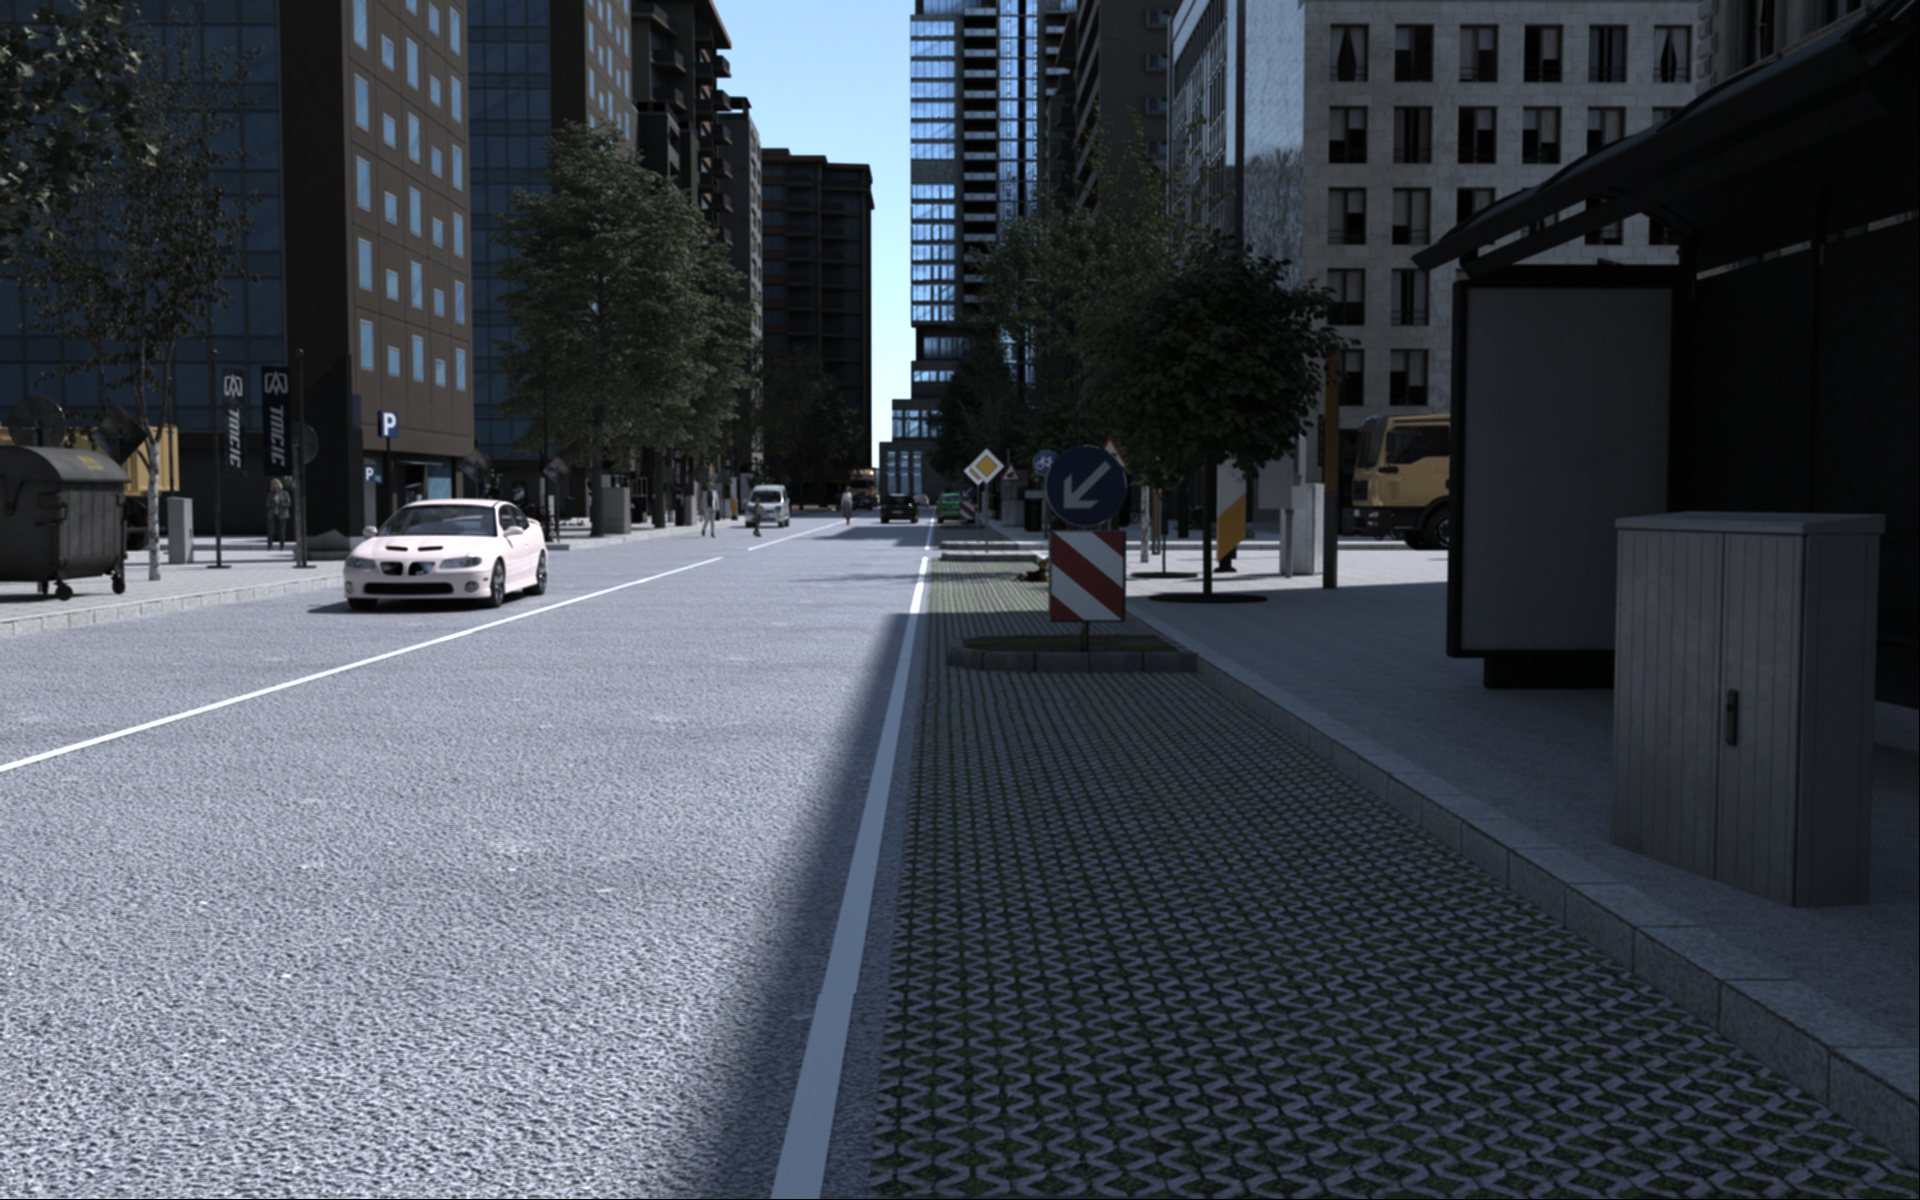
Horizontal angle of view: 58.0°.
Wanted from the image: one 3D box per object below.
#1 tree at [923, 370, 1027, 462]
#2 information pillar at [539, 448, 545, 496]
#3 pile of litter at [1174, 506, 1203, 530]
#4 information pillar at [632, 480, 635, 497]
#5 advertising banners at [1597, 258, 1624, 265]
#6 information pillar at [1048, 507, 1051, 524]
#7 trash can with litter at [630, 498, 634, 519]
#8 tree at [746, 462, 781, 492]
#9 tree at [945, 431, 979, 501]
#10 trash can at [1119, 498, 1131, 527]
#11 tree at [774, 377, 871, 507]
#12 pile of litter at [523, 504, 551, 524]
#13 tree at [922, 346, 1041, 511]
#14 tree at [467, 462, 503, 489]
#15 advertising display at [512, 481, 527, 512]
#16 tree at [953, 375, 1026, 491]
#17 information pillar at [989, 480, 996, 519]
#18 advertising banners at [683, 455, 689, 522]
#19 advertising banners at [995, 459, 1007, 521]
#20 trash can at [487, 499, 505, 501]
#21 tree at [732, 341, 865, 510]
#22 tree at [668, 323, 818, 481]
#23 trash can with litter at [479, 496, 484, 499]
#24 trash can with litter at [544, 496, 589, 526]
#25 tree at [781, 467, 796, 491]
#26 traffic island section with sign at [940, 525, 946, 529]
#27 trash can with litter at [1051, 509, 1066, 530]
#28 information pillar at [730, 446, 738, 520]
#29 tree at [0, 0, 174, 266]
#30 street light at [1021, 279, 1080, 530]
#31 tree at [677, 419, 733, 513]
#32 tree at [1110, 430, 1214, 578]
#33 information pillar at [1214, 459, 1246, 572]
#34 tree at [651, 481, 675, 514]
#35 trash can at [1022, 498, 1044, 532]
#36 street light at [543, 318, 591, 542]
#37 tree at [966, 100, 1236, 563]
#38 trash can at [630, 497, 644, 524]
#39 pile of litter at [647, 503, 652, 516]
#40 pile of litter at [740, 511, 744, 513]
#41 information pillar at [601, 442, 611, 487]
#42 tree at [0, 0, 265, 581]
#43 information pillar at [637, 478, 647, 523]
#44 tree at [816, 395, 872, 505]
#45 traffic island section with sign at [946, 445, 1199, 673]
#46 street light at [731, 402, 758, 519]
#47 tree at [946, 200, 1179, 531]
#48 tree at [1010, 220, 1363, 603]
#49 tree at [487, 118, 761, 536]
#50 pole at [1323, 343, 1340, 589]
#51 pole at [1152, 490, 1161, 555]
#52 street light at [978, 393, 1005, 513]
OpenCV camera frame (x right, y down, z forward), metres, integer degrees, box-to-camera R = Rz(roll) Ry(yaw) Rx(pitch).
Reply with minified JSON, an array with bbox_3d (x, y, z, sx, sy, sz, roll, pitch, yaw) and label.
[{"bbox_3d":[1.821,-14.936,154.577,12.009,13.543,11.850,0,3,0],"label":"tree"},{"bbox_3d":[-21.012,-5.855,87.083,0.183,3.616,0.504,-2,4,-32],"label":"information pillar"},{"bbox_3d":[8.393,-2.973,62.578,1.176,0.858,1.719,-1,4,-13],"label":"pile of litter"},{"bbox_3d":[-16.705,-5.176,89.115,0.304,2.012,0.304,-1,4,-12],"label":"information pillar"},{"bbox_3d":[4.383,-0.999,12.515,0.090,3.025,2.074,3,5,41],"label":"advertising banners"},{"bbox_3d":[4.012,-5.055,73.996,0.183,3.616,0.504,3,5,42],"label":"information pillar"},{"bbox_3d":[-11.873,-2.981,60.122,1.055,1.170,0.624,-2,4,-26],"label":"trash can with litter"},{"bbox_3d":[-12.096,-6.662,103.520,1.663,3.219,1.824,0,3,0],"label":"tree"},{"bbox_3d":[1.543,-16.472,187.439,7.486,12.596,7.792,0,3,0],"label":"tree"},{"bbox_3d":[6.362,-3.452,68.101,0.748,1.137,0.748,0,3,0],"label":"trash can"},{"bbox_3d":[-13.454,-15.423,169.174,9.611,12.733,9.660,0,3,0],"label":"tree"},{"bbox_3d":[-18.382,-3.692,74.321,1.719,0.858,1.176,0,4,4],"label":"pile of litter"},{"bbox_3d":[1.640,-13.124,131.582,9.611,12.733,9.660,0,3,0],"label":"tree"},{"bbox_3d":[-24.027,-5.734,88.345,1.663,3.219,1.824,0,3,0],"label":"tree"},{"bbox_3d":[-22.070,-4.989,86.791,0.974,1.923,0.123,3,4,38],"label":"advertising display"},{"bbox_3d":[2.149,-9.658,108.274,4.360,8.622,3.978,0,3,0],"label":"tree"},{"bbox_3d":[1.688,-5.225,89.927,0.304,2.012,0.304,-2,4,-31],"label":"information pillar"},{"bbox_3d":[-12.575,-5.055,78.830,0.090,3.025,2.074,-1,4,-21],"label":"advertising banners"},{"bbox_3d":[2.020,-5.406,84.575,0.090,3.025,2.074,1,4,16],"label":"advertising banners"},{"bbox_3d":[-13.833,-2.420,51.227,0.748,1.137,0.748,0,3,0],"label":"trash can"},{"bbox_3d":[-12.634,-13.920,137.961,12.009,13.543,11.850,0,3,0],"label":"tree"},{"bbox_3d":[-12.244,-9.782,94.344,8.767,10.594,7.601,-2,4,-33],"label":"tree"},{"bbox_3d":[-19.255,-3.643,70.624,1.678,1.210,2.233,0,4,2],"label":"trash can with litter"},{"bbox_3d":[-16.097,-3.609,70.058,2.233,1.210,1.678,0,4,-8],"label":"trash can with litter"},{"bbox_3d":[-12.733,-7.886,123.541,1.663,3.219,1.824,0,3,0],"label":"tree"},{"bbox_3d":[0.177,-3.820,71.078,1.989,1.847,2.006,0,4,-1],"label":"traffic island section with sign"},{"bbox_3d":[3.523,-2.797,57.112,1.055,1.170,0.624,1,4,18],"label":"trash can with litter"},{"bbox_3d":[-11.165,-5.751,85.376,0.183,3.616,0.504,-3,4,-38],"label":"information pillar"},{"bbox_3d":[-11.438,-5.831,12.343,9.611,12.733,9.660,0,3,0],"label":"tree"},{"bbox_3d":[2.014,-3.982,37.643,1.470,5.913,1.316,0,4,-1],"label":"street light"},{"bbox_3d":[-17.137,-10.088,115.294,4.737,8.622,4.395,0,3,0],"label":"tree"},{"bbox_3d":[3.060,-1.971,26.823,1.663,3.219,1.824,0,3,0],"label":"tree"},{"bbox_3d":[4.448,-2.267,28.428,0.504,3.616,0.183,-1,4,-8],"label":"information pillar"},{"bbox_3d":[-18.874,-7.061,110.046,1.663,3.219,1.824,0,3,0],"label":"tree"},{"bbox_3d":[2.497,-2.906,59.174,0.748,1.137,0.748,0,3,0],"label":"trash can"},{"bbox_3d":[-10.449,-4.489,45.941,1.470,5.913,1.316,0,4,-1],"label":"street light"},{"bbox_3d":[3.297,-4.997,32.063,4.737,8.622,4.395,0,3,0],"label":"tree"},{"bbox_3d":[-14.154,-3.914,75.645,0.748,1.137,0.748,0,3,0],"label":"trash can"},{"bbox_3d":[-18.080,-5.344,101.335,1.176,0.858,1.719,0,4,-6],"label":"pile of litter"},{"bbox_3d":[-15.139,-6.475,119.824,1.176,0.858,1.719,1,4,22],"label":"pile of litter"},{"bbox_3d":[-15.020,-5.011,73.279,0.504,3.616,0.183,-2,4,-35],"label":"information pillar"},{"bbox_3d":[-12.143,-4.605,25.653,4.360,8.622,3.978,0,3,0],"label":"tree"},{"bbox_3d":[-14.347,-4.510,78.235,0.304,2.012,0.304,3,5,43],"label":"information pillar"},{"bbox_3d":[-13.870,-17.090,197.542,7.486,12.596,7.792,0,3,0],"label":"tree"},{"bbox_3d":[0.902,-0.374,14.747,1.989,1.847,2.006,0,4,-1],"label":"traffic island section with sign"},{"bbox_3d":[-10.876,-7.031,87.491,1.470,5.913,1.316,0,4,-1],"label":"street light"},{"bbox_3d":[3.454,-8.219,60.129,9.928,11.665,9.643,0,3,0],"label":"tree"},{"bbox_3d":[3.095,-2.276,20.919,4.285,4.588,4.351,0,3,0],"label":"tree"},{"bbox_3d":[-10.812,-8.248,52.987,7.486,12.596,7.792,0,3,0],"label":"tree"},{"bbox_3d":[5.032,-1.811,23.460,0.158,3.312,0.155,0,3,0],"label":"pole"},{"bbox_3d":[4.166,-2.616,36.622,0.158,3.312,0.155,0,3,0],"label":"pole"},{"bbox_3d":[1.493,-6.516,79.073,1.470,5.913,1.316,0,4,-1],"label":"street light"}]
